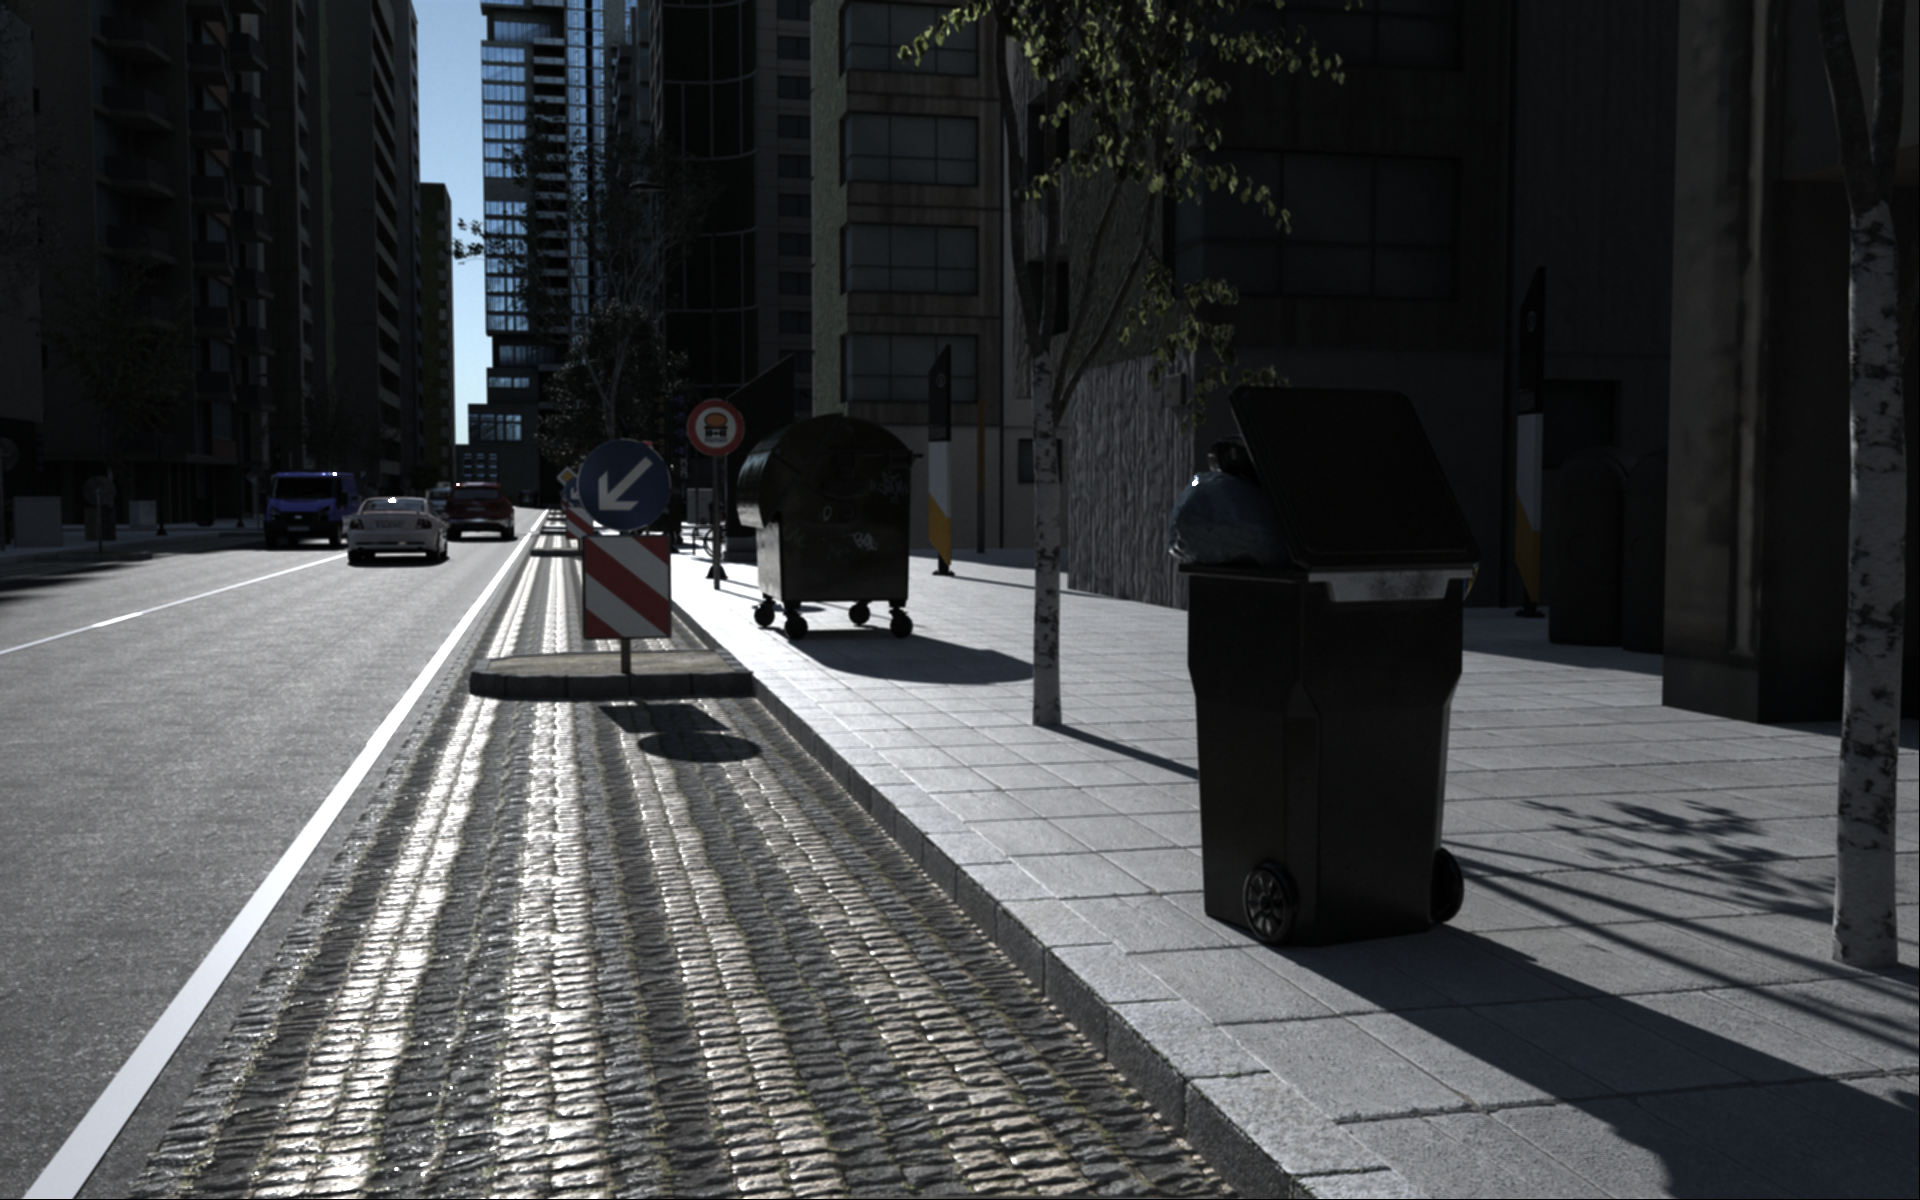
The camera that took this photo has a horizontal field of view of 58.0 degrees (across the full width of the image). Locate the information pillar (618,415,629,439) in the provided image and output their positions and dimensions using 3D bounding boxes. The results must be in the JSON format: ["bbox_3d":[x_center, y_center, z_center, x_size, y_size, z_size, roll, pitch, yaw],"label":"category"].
[{"bbox_3d":[-9.966,-3.670,51.362,0.183,3.616,0.504,-3,5,-40],"label":"information pillar"}]

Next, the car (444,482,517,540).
[{"bbox_3d":[-15.582,-2.909,56.234,2.281,1.827,5.304,-1,4,-12],"label":"car"}]

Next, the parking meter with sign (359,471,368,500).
[{"bbox_3d":[-44.932,-8.276,131.577,1.738,3.016,0.543,3,5,42],"label":"parking meter with sign"}]

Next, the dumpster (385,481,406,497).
[{"bbox_3d":[-43.044,-7.914,131.880,1.502,2.255,1.985,-1,4,-13],"label":"dumpster"}]

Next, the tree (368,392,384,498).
[{"bbox_3d":[-38.105,-9.519,106.002,4.360,8.622,3.978,0,3,0],"label":"tree"}]

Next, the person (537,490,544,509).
[{"bbox_3d":[-39.820,-9.547,164.561,0.705,1.831,1.348,1,4,13],"label":"person"}]

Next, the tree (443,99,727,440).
[{"bbox_3d":[-18.072,-13.978,84.423,12.611,20.169,13.585,0,3,0],"label":"tree"}]

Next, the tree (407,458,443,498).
[{"bbox_3d":[-49.397,-10.780,159.968,4.285,4.588,4.351,0,3,0],"label":"tree"}]

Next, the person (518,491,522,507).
[{"bbox_3d":[-48.730,-11.210,191.881,0.705,1.812,1.348,0,4,-1],"label":"person"}]

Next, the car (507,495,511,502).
[{"bbox_3d":[-54.250,-11.820,205.840,1.945,1.354,3.894,-1,4,-13],"label":"car"}]

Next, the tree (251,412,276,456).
[{"bbox_3d":[-43.703,-9.406,104.158,4.737,8.622,4.395,0,3,0],"label":"tree"}]

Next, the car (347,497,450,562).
[{"bbox_3d":[-12.313,-1.570,38.024,2.083,1.381,4.827,-1,4,-13],"label":"car"}]

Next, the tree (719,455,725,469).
[{"bbox_3d":[-6.160,-4.409,55.798,4.285,4.588,4.351,0,3,0],"label":"tree"}]

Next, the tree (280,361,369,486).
[{"bbox_3d":[-35.146,-8.865,95.312,4.360,8.622,3.978,0,3,0],"label":"tree"}]

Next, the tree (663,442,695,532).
[{"bbox_3d":[-9.995,-3.925,58.767,1.663,3.219,1.824,0,3,0],"label":"tree"}]

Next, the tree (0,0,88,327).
[{"bbox_3d":[-20.117,-7.232,28.621,12.009,13.543,11.850,0,3,0],"label":"tree"}]

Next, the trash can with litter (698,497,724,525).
[{"bbox_3d":[-10.421,-3.717,72.156,1.055,1.170,0.624,-2,4,-23],"label":"trash can with litter"}]

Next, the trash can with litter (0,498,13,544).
[{"bbox_3d":[-24.317,-1.970,43.590,0.624,1.170,1.055,1,4,21],"label":"trash can with litter"}]

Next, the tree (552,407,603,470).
[{"bbox_3d":[-31.918,-13.196,150.172,7.601,10.594,8.767,0,4,6],"label":"tree"}]

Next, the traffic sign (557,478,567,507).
[{"bbox_3d":[-15.734,-4.017,69.327,0.795,2.450,0.064,-1,4,-13],"label":"traffic sign"}]

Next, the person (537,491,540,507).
[{"bbox_3d":[-45.594,-10.867,186.852,0.551,1.740,0.621,-2,4,-32],"label":"person"}]

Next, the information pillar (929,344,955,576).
[{"bbox_3d":[-0.310,-2.202,27.353,0.183,3.616,0.504,-3,4,-38],"label":"information pillar"}]

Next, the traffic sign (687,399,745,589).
[{"bbox_3d":[-3.273,-1.415,23.248,0.768,2.556,0.104,-1,4,-11],"label":"traffic sign"}]

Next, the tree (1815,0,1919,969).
[{"bbox_3d":[2.569,-3.297,4.272,4.360,8.622,3.978,0,3,0],"label":"tree"}]

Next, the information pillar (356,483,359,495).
[{"bbox_3d":[-39.301,-6.619,112.707,0.304,2.012,0.304,-1,4,-10],"label":"information pillar"}]

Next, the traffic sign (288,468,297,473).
[{"bbox_3d":[-25.817,-3.876,67.020,0.795,2.450,0.064,-1,4,-13],"label":"traffic sign"}]

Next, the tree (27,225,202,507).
[{"bbox_3d":[-23.646,-6.005,48.545,4.737,8.622,4.395,0,3,0],"label":"tree"}]

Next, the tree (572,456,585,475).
[{"bbox_3d":[-26.682,-8.662,125.345,4.285,4.588,4.351,0,3,0],"label":"tree"}]

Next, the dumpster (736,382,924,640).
[{"bbox_3d":[-1.222,-0.828,16.030,1.502,2.255,1.985,-1,4,-13],"label":"dumpster"}]

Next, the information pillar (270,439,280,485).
[{"bbox_3d":[-29.230,-5.036,73.693,0.183,3.616,0.504,-2,4,-28],"label":"information pillar"}]

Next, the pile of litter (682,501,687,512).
[{"bbox_3d":[-17.060,-5.720,107.493,1.719,0.858,1.176,2,4,29],"label":"pile of litter"}]

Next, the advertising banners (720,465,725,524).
[{"bbox_3d":[-10.199,-4.775,74.260,0.090,3.025,2.074,-1,4,-12],"label":"advertising banners"}]

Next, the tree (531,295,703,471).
[{"bbox_3d":[-19.638,-11.169,99.619,9.611,12.733,9.660,0,3,0],"label":"tree"}]

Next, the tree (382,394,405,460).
[{"bbox_3d":[-42.400,-10.696,125.237,4.360,8.622,3.978,0,3,0],"label":"tree"}]

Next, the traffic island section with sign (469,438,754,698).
[{"bbox_3d":[-2.658,-0.271,13.056,1.989,1.847,2.006,-1,4,-13],"label":"traffic island section with sign"}]

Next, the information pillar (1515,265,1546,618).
[{"bbox_3d":[5.944,-1.633,18.055,0.183,3.616,0.504,0,4,-3],"label":"information pillar"}]

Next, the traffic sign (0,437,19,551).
[{"bbox_3d":[-21.568,-2.376,38.957,0.768,2.556,0.104,0,4,-5],"label":"traffic sign"}]

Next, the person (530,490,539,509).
[{"bbox_3d":[-40.967,-9.712,167.427,1.348,1.807,0.705,-3,5,-40],"label":"person"}]

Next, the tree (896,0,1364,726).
[{"bbox_3d":[0.642,-3.599,9.208,4.360,8.622,3.978,0,3,0],"label":"tree"}]

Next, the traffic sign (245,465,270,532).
[{"bbox_3d":[-24.014,-3.401,59.241,0.795,2.450,0.064,-1,4,-13],"label":"traffic sign"}]

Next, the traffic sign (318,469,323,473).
[{"bbox_3d":[-33.125,-5.488,89.727,0.884,2.594,0.081,0,4,-5],"label":"traffic sign"}]

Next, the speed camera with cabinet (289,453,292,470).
[{"bbox_3d":[-31.511,-5.375,82.219,0.660,3.252,2.038,-2,4,-25],"label":"speed camera with cabinet"}]

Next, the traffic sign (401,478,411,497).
[{"bbox_3d":[-43.899,-8.394,137.348,0.768,2.556,0.104,-1,4,-11],"label":"traffic sign"}]

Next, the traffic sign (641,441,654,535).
[{"bbox_3d":[-7.469,-2.522,41.343,0.768,2.556,0.104,-1,4,-11],"label":"traffic sign"}]

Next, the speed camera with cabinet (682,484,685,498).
[{"bbox_3d":[-14.702,-6.122,94.423,2.038,3.252,0.660,0,4,-1],"label":"speed camera with cabinet"}]

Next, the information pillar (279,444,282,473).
[{"bbox_3d":[-31.505,-5.414,79.867,0.504,3.616,0.183,-1,4,-17],"label":"information pillar"}]

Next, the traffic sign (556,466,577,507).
[{"bbox_3d":[-13.931,-3.542,61.548,0.795,2.450,0.064,-1,4,-13],"label":"traffic sign"}]
